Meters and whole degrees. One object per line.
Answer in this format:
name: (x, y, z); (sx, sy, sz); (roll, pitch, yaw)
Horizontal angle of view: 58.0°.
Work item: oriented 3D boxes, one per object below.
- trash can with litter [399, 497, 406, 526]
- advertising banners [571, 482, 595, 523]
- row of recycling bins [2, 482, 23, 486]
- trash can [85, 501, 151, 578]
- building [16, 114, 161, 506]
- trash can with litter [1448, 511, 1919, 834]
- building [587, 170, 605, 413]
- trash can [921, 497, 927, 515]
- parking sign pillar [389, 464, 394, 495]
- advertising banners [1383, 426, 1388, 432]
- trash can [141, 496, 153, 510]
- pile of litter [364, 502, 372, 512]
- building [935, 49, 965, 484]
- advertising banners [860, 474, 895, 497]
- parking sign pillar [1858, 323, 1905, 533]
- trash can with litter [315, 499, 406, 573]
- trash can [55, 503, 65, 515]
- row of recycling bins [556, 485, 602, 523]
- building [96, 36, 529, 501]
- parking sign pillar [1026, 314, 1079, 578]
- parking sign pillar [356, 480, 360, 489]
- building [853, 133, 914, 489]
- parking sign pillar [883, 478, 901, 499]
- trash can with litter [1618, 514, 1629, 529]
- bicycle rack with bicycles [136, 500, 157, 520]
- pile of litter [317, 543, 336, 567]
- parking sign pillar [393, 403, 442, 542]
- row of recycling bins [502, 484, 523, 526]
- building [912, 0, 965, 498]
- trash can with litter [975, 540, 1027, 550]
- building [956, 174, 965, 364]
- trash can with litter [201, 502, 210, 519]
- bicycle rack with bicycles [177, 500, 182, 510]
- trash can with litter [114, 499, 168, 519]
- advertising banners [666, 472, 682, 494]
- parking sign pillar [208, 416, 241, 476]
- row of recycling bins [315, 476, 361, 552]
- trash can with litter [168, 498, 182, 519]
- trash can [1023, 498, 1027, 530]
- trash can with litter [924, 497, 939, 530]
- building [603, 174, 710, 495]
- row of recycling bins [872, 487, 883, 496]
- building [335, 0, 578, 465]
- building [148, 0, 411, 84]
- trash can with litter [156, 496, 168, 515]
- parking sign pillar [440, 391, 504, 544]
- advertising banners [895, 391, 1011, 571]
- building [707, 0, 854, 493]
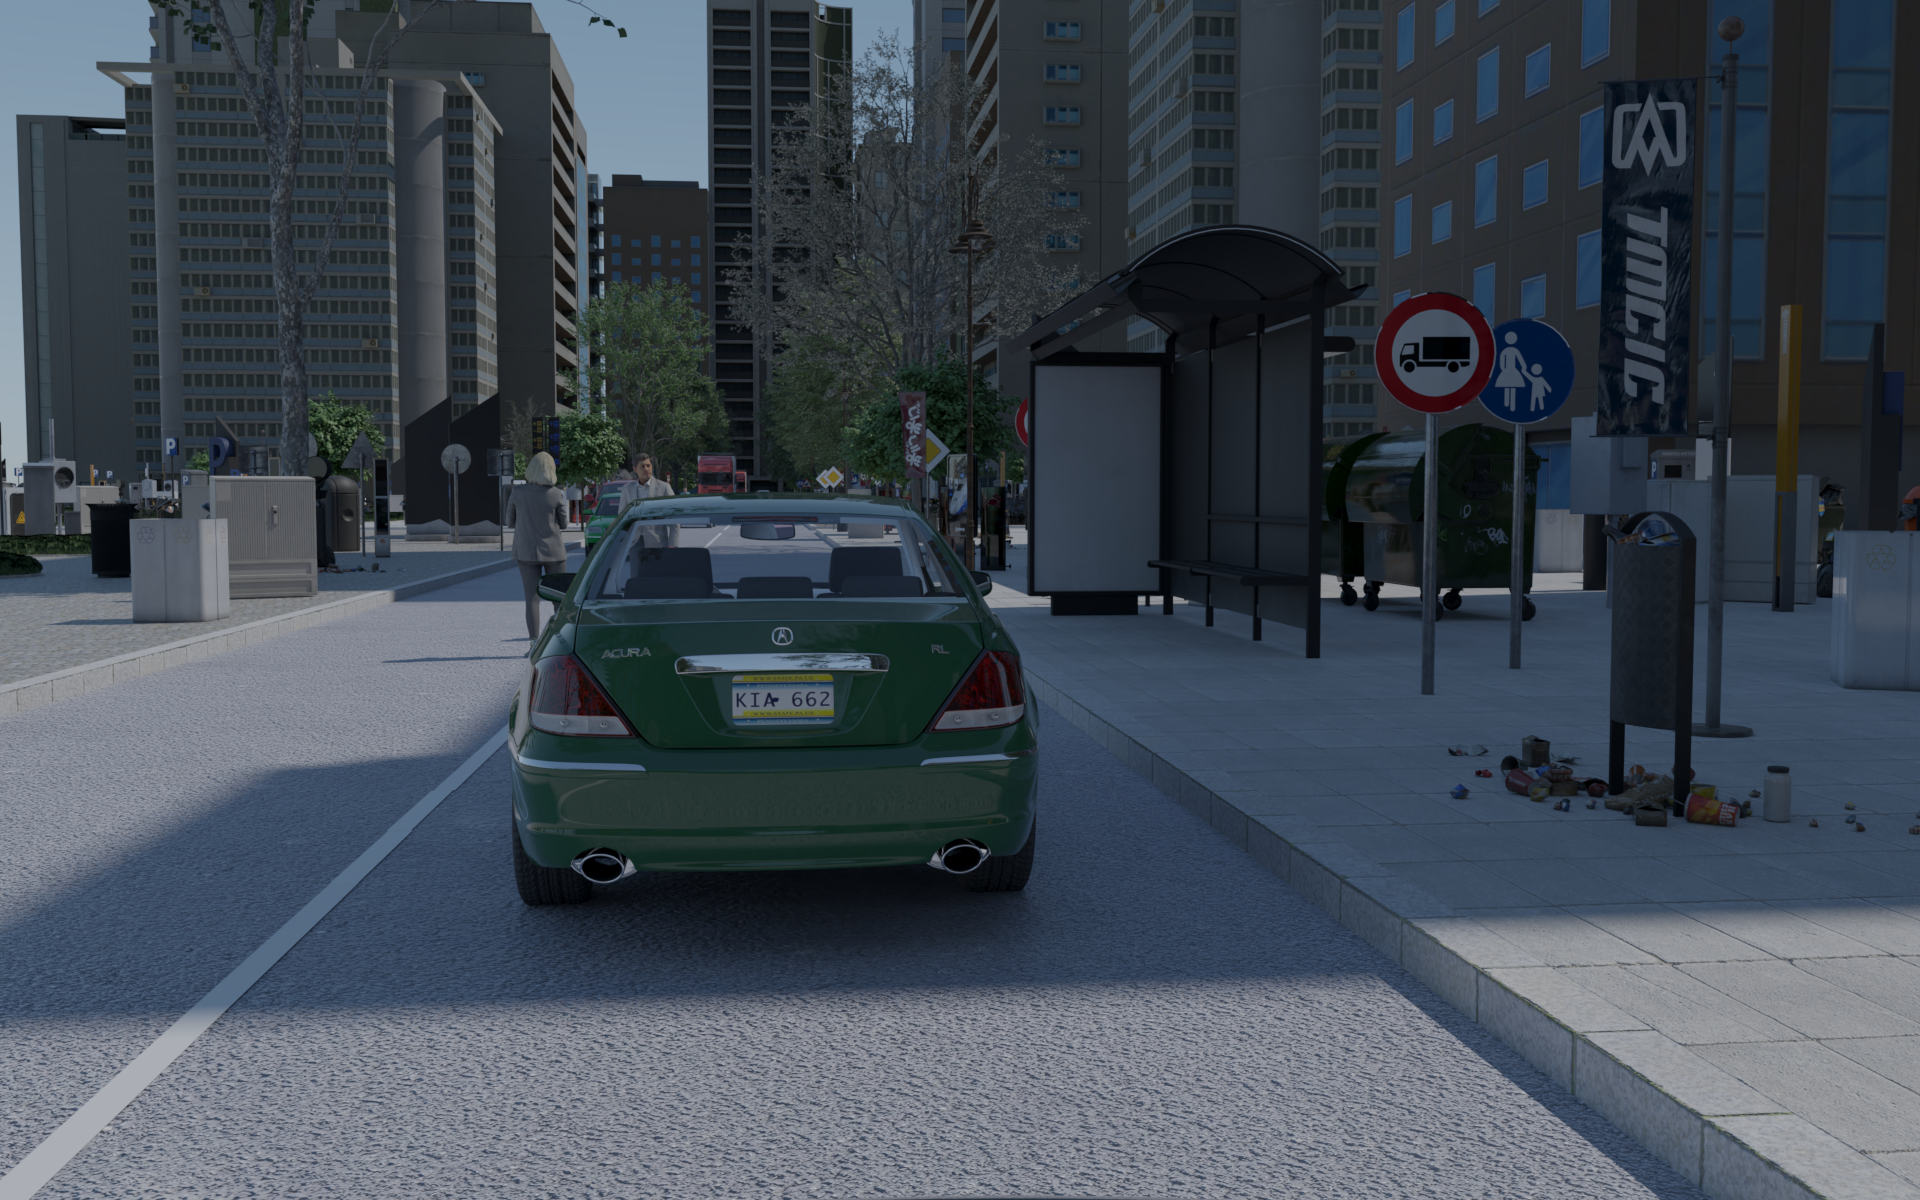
trash can with litter: (-22.127, -3.592, 70.121); (0.624, 1.170, 1.055); (2, 4, 28)
advertising banners: (-16.819, -4.867, 75.770); (2.074, 3.025, 0.090); (-2, 4, -34)
row of recycling bins: (-32.606, -3.139, 58.428); (3.534, 1.692, 1.069); (1, 4, 14)
trash can: (-13.022, -0.915, 26.621); (0.748, 1.137, 0.748); (0, 3, 0)
building: (-92.973, -30.998, 190.415); (14.086, 41.232, 14.154); (0, 4, -6)
trash can with litter: (2.879, 0.218, 7.496); (1.678, 1.210, 2.233); (-1, 4, -8)
building: (-65.650, -38.498, 249.047); (30.456, 49.044, 23.786); (0, 4, -6)
trash can: (-1.554, -4.173, 79.874); (0.748, 1.137, 0.748); (0, 3, 0)
parking sign pillar: (-34.960, -7.329, 108.300); (1.447, 3.967, 1.447); (-2, 4, -34)
advertising banners: (10.971, -3.015, 45.487); (0.090, 3.025, 2.074); (0, 4, 2)
trash can: (-52.358, -6.116, 111.658); (0.748, 1.137, 0.748); (0, 3, 0)
pile of litter: (-33.083, -5.072, 96.894); (1.176, 0.858, 1.719); (-3, 5, -44)
building: (5.106, -31.984, 173.042); (14.600, 45.320, 14.200); (0, 4, -6)
advertising banners: (-2.561, -3.909, 60.104); (2.074, 3.025, 0.090); (0, 4, 1)
parking sign pillar: (14.840, -2.414, 27.941); (1.447, 3.967, 1.447); (1, 4, 21)
trash can with litter: (-10.267, -1.057, 28.334); (2.233, 1.210, 1.678); (0, 4, -7)
trash can: (-62.281, -6.577, 119.194); (0.748, 1.137, 0.748); (0, 3, 0)
row of recycling bins: (-16.592, -4.331, 77.930); (3.534, 1.692, 1.069); (-2, 4, -24)
building: (-54.171, -28.133, 151.857); (32.217, 40.220, 23.993); (0, 4, -6)
parking sign pillar: (1.728, -2.312, 26.269); (1.447, 3.967, 1.447); (-2, 4, -32)
parking sign pillar: (-45.284, -8.567, 128.547); (1.447, 3.967, 1.447); (0, 4, 2)
building: (-2.031, -40.873, 257.512); (27.495, 52.752, 28.713); (0, 4, -6)
parking sign pillar: (-2.944, -5.375, 76.360); (1.447, 3.967, 1.447); (2, 4, 23)
trash can with litter: (11.036, -1.072, 28.910); (1.055, 1.170, 0.624); (-3, 5, -43)
bicycle rack with bicycles: (-40.704, -4.398, 85.291); (2.925, 0.926, 2.852); (-1, 4, -21)
pile of litter: (-11.636, -0.990, 30.155); (1.176, 0.858, 1.719); (3, 5, 44)
parking sign pillar: (-14.443, -3.597, 47.291); (1.447, 3.967, 1.447); (0, 4, -1)
row of recycling bins: (-18.097, -3.861, 70.248); (1.069, 1.692, 3.534); (-2, 4, -27)
building: (5.279, -39.902, 194.390); (21.231, 58.520, 28.212); (0, 4, -6)
trash can with litter: (0.836, -1.831, 40.990); (1.678, 1.210, 2.233); (0, 4, -4)
building: (6.415, -23.714, 159.426); (14.160, 30.474, 14.107); (0, 4, -6)
trash can with litter: (-10.077, -0.786, 24.239); (1.055, 1.170, 0.624); (0, 4, -1)
bicycle rack with bicycles: (-47.026, -5.468, 102.784); (2.852, 0.926, 2.925); (-3, 5, -43)
trash can with litter: (-19.299, -1.785, 40.564); (0.624, 1.170, 1.055); (3, 5, 40)
advertising banners: (-22.657, -8.677, 138.050); (0.090, 3.025, 2.074); (3, 4, 38)
parking sign pillar: (-25.119, -4.325, 59.187); (1.447, 3.967, 1.447); (3, 4, 38)
row of recycling bins: (-14.534, -2.004, 39.875); (1.069, 1.692, 3.534); (-2, 4, -30)
trash can with litter: (-21.340, -2.131, 46.227); (1.055, 1.170, 0.624); (1, 4, 11)
trash can: (2.502, -2.855, 58.337); (0.748, 1.137, 0.748); (0, 3, 0)
trash can with litter: (-1.106, -3.038, 61.057); (0.624, 1.170, 1.055); (-1, 4, -21)
building: (-42.592, -36.431, 245.761); (14.200, 45.320, 14.600); (0, 4, -6)
row of recycling bins: (-6.189, -8.419, 144.767); (3.534, 1.692, 1.069); (2, 4, 29)
building: (-50.706, -33.721, 175.040); (21.300, 48.544, 21.600); (0, 4, -6)
building: (-71.285, -39.557, 188.762); (28.212, 58.520, 21.231); (0, 4, -6)
trash can with litter: (-32.192, -3.634, 70.479); (2.233, 1.210, 1.678); (1, 4, 13)
parking sign pillar: (-12.715, -3.481, 45.379); (1.447, 3.967, 1.447); (-1, 4, -21)
advertising banners: (-0.106, -2.017, 29.165); (2.074, 3.025, 0.090); (2, 4, 25)
building: (-25.759, -49.709, 250.989); (20.611, 71.187, 20.563); (0, 4, -6)
